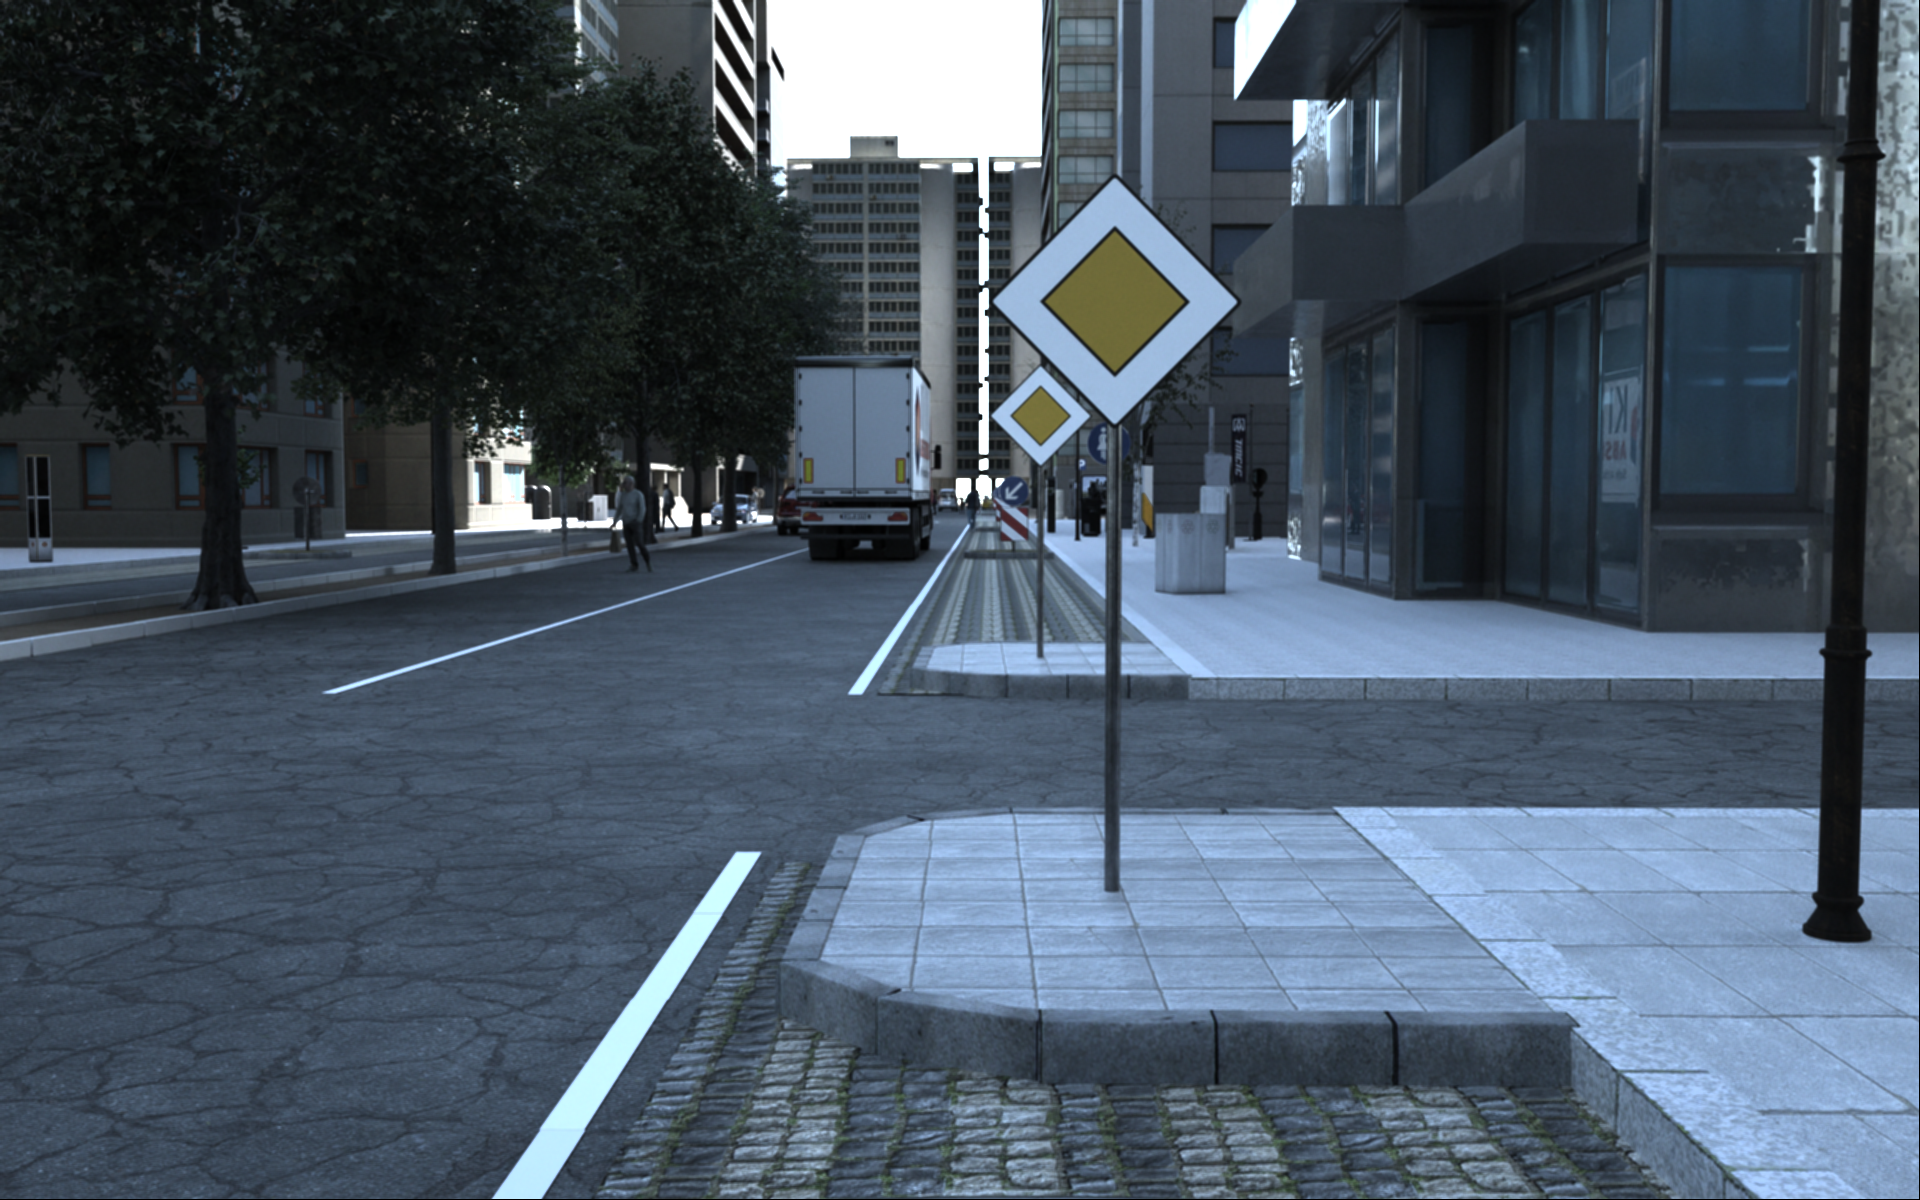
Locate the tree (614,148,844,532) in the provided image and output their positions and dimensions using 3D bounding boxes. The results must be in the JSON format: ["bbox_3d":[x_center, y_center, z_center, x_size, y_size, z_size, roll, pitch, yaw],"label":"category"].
[{"bbox_3d":[-8.717,-9.527,64.880,9.857,13.997,8.962,0,3,0],"label":"tree"}]

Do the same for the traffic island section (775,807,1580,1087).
[{"bbox_3d":[0.512,1.019,5.619,2.009,0.180,2.903,0,4,1],"label":"traffic island section"}]

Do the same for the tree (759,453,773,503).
[{"bbox_3d":[-16.451,-11.887,144.708,4.737,8.622,4.395,0,3,0],"label":"tree"}]

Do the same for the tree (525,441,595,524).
[{"bbox_3d":[-17.351,-5.647,76.036,4.285,4.588,4.351,0,3,0],"label":"tree"}]

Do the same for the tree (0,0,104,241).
[{"bbox_3d":[-9.567,-3.766,14.400,4.360,8.622,3.978,0,3,0],"label":"tree"}]

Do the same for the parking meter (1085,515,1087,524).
[{"bbox_3d":[5.469,-4.269,75.502,0.399,1.863,0.255,-3,5,-44],"label":"parking meter"}]

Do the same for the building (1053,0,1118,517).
[{"bbox_3d":[12.581,-25.664,103.208,14.154,41.232,14.086,0,4,1],"label":"building"}]

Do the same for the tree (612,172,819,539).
[{"bbox_3d":[-8.318,-7.753,54.970,9.928,11.665,9.643,0,3,0],"label":"tree"}]

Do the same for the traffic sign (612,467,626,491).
[{"bbox_3d":[-15.962,-4.942,80.911,0.768,2.556,0.104,1,4,9],"label":"traffic sign"}]

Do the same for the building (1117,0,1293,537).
[{"bbox_3d":[16.399,-31.907,63.681,21.231,58.520,28.212,0,4,1],"label":"building"}]

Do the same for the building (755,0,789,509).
[{"bbox_3d":[-23.375,-30.913,155.539,14.200,45.320,14.600,0,4,1],"label":"building"}]

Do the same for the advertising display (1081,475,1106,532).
[{"bbox_3d":[4.556,-3.260,58.522,0.974,1.923,0.123,2,4,30],"label":"advertising display"}]

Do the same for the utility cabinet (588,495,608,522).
[{"bbox_3d":[-16.912,-4.264,80.876,1.020,1.237,0.306,2,4,34],"label":"utility cabinet"}]

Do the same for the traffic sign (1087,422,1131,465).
[{"bbox_3d":[2.625,-1.864,30.583,0.768,2.556,0.104,0,4,8],"label":"traffic sign"}]

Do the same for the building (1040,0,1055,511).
[{"bbox_3d":[16.619,-30.425,121.157,21.300,48.544,21.600,0,4,1],"label":"building"}]

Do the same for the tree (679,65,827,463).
[{"bbox_3d":[-8.276,-7.683,45.084,9.611,12.733,9.660,0,3,0],"label":"tree"}]

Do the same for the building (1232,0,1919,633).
[{"bbox_3d":[19.263,-24.724,23.841,30.456,49.044,23.786,0,4,1],"label":"building"}]

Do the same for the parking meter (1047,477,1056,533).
[{"bbox_3d":[3.043,-3.176,57.642,0.255,1.863,0.399,0,4,6],"label":"parking meter"}]

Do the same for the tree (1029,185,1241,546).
[{"bbox_3d":[4.534,-5.629,42.390,4.360,8.622,3.978,0,3,0],"label":"tree"}]

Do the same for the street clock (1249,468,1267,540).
[{"bbox_3d":[8.384,-2.703,48.756,0.471,2.002,0.358,-1,4,-17],"label":"street clock"}]

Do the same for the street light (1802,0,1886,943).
[{"bbox_3d":[2.552,-1.962,4.862,0.468,5.910,1.993,0,4,1],"label":"street light"}]

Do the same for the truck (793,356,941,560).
[{"bbox_3d":[-2.020,-3.182,40.933,2.839,4.237,11.283,0,4,1],"label":"truck"}]

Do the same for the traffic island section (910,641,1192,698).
[{"bbox_3d":[0.650,0.531,13.603,2.009,0.180,2.903,0,4,1],"label":"traffic island section"}]

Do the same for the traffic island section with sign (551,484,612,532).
[{"bbox_3d":[-14.228,-3.474,65.430,1.989,1.847,2.006,0,4,1],"label":"traffic island section with sign"}]

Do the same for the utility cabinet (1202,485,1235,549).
[{"bbox_3d":[6.034,-1.952,40.586,0.318,1.500,1.173,-1,4,-18],"label":"utility cabinet"}]

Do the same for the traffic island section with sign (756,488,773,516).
[{"bbox_3d":[-13.353,-6.544,115.623,1.989,1.847,2.006,0,4,1],"label":"traffic island section with sign"}]

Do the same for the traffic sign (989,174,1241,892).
[{"bbox_3d":[0.489,-0.116,5.542,0.795,2.450,0.064,0,4,1],"label":"traffic sign"}]

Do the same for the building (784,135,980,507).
[{"bbox_3d":[-9.403,-30.468,190.036,23.993,40.220,32.217,0,4,1],"label":"building"}]

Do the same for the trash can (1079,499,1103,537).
[{"bbox_3d":[3.957,-2.491,52.380,0.748,1.137,0.748,0,3,0],"label":"trash can"}]

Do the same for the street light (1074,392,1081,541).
[{"bbox_3d":[3.239,-4.573,47.564,0.468,5.910,1.993,0,4,1],"label":"street light"}]

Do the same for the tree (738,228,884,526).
[{"bbox_3d":[-8.153,-10.014,76.555,12.009,13.543,11.850,0,3,0],"label":"tree"}]

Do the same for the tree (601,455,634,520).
[{"bbox_3d":[-16.923,-5.556,85.446,1.663,3.219,1.824,0,3,0],"label":"tree"}]

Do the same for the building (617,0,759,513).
[{"bbox_3d":[-26.590,-30.600,124.010,21.300,48.544,21.600,0,4,1],"label":"building"}]

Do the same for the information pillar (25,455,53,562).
[{"bbox_3d":[-17.327,-1.719,32.592,0.304,2.012,0.304,2,4,33],"label":"information pillar"}]

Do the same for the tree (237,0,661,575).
[{"bbox_3d":[-9.282,-6.745,30.872,7.486,12.596,7.792,0,3,0],"label":"tree"}]

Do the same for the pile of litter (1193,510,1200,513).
[{"bbox_3d":[6.184,-1.919,45.346,1.719,0.858,1.176,2,4,31],"label":"pile of litter"}]

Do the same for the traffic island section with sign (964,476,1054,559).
[{"bbox_3d":[1.089,-1.842,38.738,1.989,1.847,2.006,0,4,1],"label":"traffic island section with sign"}]

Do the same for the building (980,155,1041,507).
[{"bbox_3d":[14.577,-30.411,189.104,23.993,40.220,32.217,0,4,1],"label":"building"}]

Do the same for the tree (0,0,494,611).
[{"bbox_3d":[-9.184,-6.231,21.343,9.611,12.733,9.660,0,3,0],"label":"tree"}]

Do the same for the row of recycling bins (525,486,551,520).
[{"bbox_3d":[-21.554,-4.855,86.486,1.069,1.692,3.534,-3,5,-42],"label":"row of recycling bins"}]

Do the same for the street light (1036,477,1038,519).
[{"bbox_3d":[3.937,-7.022,87.595,0.468,5.910,1.993,0,4,1],"label":"street light"}]

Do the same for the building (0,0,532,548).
[{"bbox_3d":[-31.371,-12.854,55.201,27.650,21.520,28.899,0,4,1],"label":"building"}]

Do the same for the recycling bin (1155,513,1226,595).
[{"bbox_3d":[2.991,-0.609,22.506,0.722,1.027,0.722,-1,4,-15],"label":"recycling bin"}]

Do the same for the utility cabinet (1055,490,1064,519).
[{"bbox_3d":[4.786,-4.767,86.625,0.318,1.500,1.173,2,4,35],"label":"utility cabinet"}]

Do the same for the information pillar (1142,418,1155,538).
[{"bbox_3d":[5.431,-3.592,50.084,0.183,3.616,0.504,3,4,37],"label":"information pillar"}]

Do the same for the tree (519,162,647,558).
[{"bbox_3d":[-8.692,-5.192,37.713,4.737,8.622,4.395,0,3,0],"label":"tree"}]

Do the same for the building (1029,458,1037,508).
[{"bbox_3d":[17.490,-50.983,146.238,22.319,86.520,31.000,0,4,1],"label":"building"}]

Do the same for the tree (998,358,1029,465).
[{"bbox_3d":[4.327,-8.615,91.219,4.360,8.622,3.978,0,3,0],"label":"tree"}]

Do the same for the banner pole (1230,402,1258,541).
[{"bbox_3d":[7.791,-3.520,47.568,0.863,3.779,0.401,3,5,39],"label":"banner pole"}]

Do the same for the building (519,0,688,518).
[{"bbox_3d":[-33.288,-25.010,100.802,32.217,40.220,23.993,0,4,1],"label":"building"}]

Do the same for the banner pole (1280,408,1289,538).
[{"bbox_3d":[9.743,-3.684,50.255,0.863,3.779,0.401,1,4,13],"label":"banner pole"}]

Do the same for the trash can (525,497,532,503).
[{"bbox_3d":[-21.058,-4.408,83.728,0.748,1.137,0.748,0,3,0],"label":"trash can"}]

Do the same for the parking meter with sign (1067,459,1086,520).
[{"bbox_3d":[5.821,-5.564,87.239,0.543,3.016,1.738,-1,4,-14],"label":"parking meter with sign"}]

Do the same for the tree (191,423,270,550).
[{"bbox_3d":[-17.092,-2.782,40.092,1.663,3.219,1.824,0,3,0],"label":"tree"}]

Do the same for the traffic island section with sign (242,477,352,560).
[{"bbox_3d":[-14.685,-1.826,38.478,1.989,1.847,2.006,0,4,1],"label":"traffic island section with sign"}]

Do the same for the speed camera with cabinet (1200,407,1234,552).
[{"bbox_3d":[5.745,-2.715,38.720,0.660,3.252,2.038,1,4,13],"label":"speed camera with cabinet"}]

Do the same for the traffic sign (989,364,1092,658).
[{"bbox_3d":[0.626,-0.604,13.526,0.795,2.450,0.064,0,4,1],"label":"traffic sign"}]

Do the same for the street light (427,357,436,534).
[{"bbox_3d":[-16.756,-5.027,54.976,0.468,5.910,1.993,0,4,1],"label":"street light"}]
